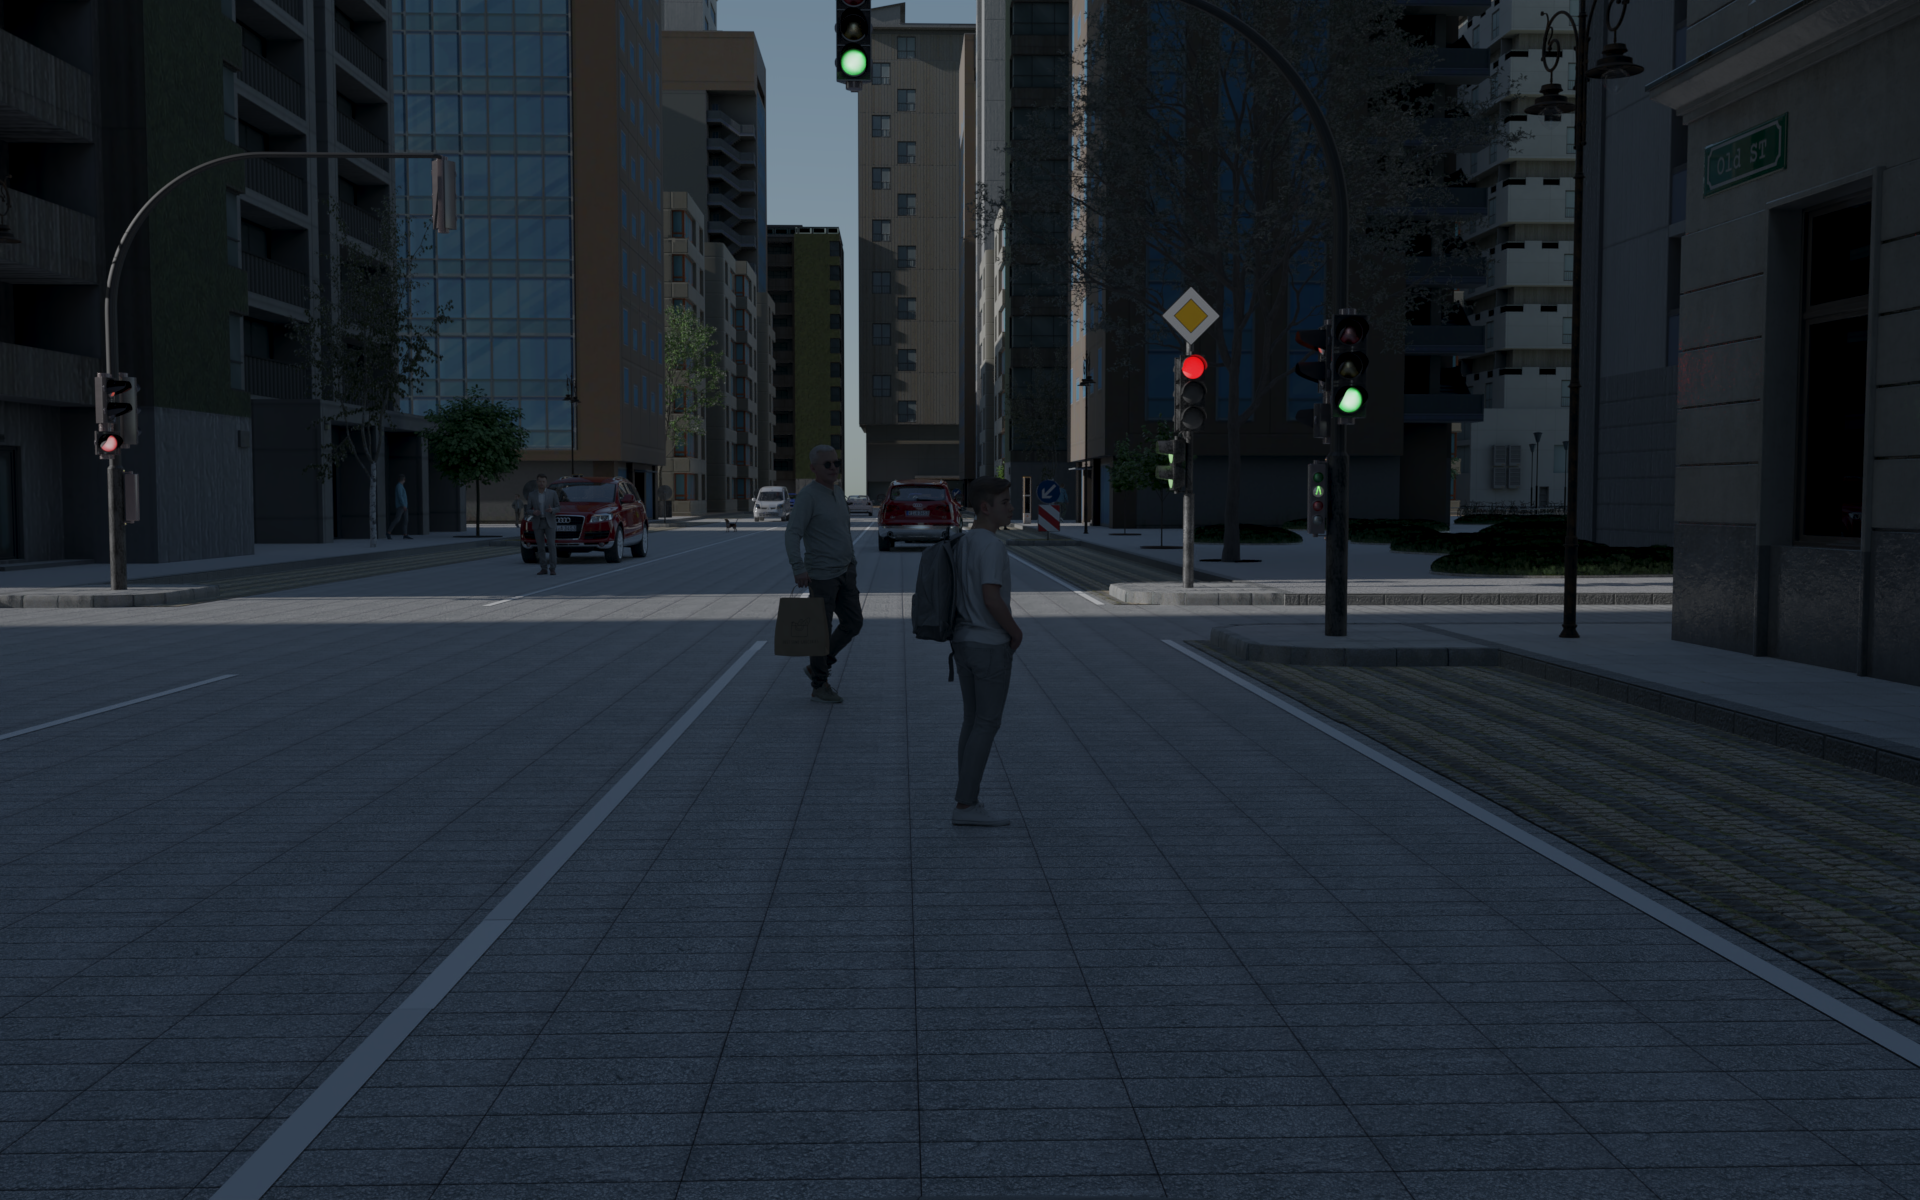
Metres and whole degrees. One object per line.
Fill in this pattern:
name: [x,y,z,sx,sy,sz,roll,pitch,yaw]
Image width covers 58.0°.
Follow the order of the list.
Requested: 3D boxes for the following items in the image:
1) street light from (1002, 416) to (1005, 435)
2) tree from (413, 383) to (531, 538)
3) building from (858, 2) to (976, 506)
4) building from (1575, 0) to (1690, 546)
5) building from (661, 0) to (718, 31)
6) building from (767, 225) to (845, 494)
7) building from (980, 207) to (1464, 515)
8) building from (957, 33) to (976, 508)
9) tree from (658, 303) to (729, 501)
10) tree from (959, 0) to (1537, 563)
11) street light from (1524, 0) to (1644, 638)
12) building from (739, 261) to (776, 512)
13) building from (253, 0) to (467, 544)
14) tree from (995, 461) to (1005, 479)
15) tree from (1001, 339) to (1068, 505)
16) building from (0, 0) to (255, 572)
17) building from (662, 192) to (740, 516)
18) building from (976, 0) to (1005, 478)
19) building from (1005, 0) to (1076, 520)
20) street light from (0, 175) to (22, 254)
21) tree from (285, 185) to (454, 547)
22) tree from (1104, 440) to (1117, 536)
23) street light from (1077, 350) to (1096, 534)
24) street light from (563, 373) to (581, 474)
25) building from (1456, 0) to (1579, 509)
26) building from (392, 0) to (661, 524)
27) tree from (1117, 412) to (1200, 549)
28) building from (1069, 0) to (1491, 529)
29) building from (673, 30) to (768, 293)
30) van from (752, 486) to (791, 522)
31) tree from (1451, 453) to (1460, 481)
street light: [2.572,-7.684,98.414,0.468,5.910,1.993,0,4,-2]
tree: [-14.421,-4.139,51.386,4.285,4.588,4.351,0,3,0]
building: [1.788,-37.092,195.694,27.495,52.752,28.713,0,4,-2]
building: [29.234,-30.003,32.556,28.212,58.520,21.231,0,4,-2]
building: [-40.921,-39.649,190.263,28.212,58.520,21.231,0,4,-2]
building: [-19.661,-25.497,188.583,14.107,30.474,14.160,0,4,-2]
building: [15.816,-16.672,117.630,27.650,21.520,28.899,0,4,-2]
building: [7.062,-31.599,166.749,14.600,45.320,14.200,0,4,-2]
tree: [-16.099,-10.253,93.388,9.928,11.665,9.643,0,3,0]
tree: [5.271,-7.462,32.368,12.009,13.543,11.850,0,3,0]
street light: [5.453,-2.601,15.319,0.468,5.910,1.993,0,4,-2]
building: [-30.087,-18.199,142.599,27.650,21.520,28.899,0,4,-2]
building: [-27.019,-37.573,52.563,20.563,71.187,20.611,0,4,-2]
tree: [2.505,-6.528,101.328,1.663,3.219,1.824,0,3,0]
tree: [4.095,-8.010,81.330,4.360,8.622,3.978,0,3,0]
building: [-21.717,-15.716,28.662,14.160,30.474,14.107,0,4,-2]
building: [-29.877,-16.405,113.266,27.650,21.520,28.899,0,4,-2]
building: [11.832,-36.901,145.332,21.231,58.520,28.212,0,4,-2]
building: [9.271,-19.581,91.846,14.160,30.474,14.107,0,4,-2]
street light: [-13.333,-3.106,23.575,0.468,5.910,1.993,0,4,-2]
tree: [-14.235,-5.589,41.750,4.360,8.622,3.978,0,3,0]
tree: [5.109,-3.617,53.740,1.663,3.219,1.824,0,3,0]
street light: [4.072,-5.079,55.831,0.468,5.910,1.993,0,4,-2]
street light: [-14.785,-5.706,66.074,0.468,5.910,1.993,0,4,-2]
building: [57.344,-35.061,162.481,27.495,52.752,28.713,0,4,-2]
building: [-21.494,-26.227,78.916,14.600,45.320,14.200,0,4,-2]
tree: [4.747,-2.827,40.828,1.663,3.219,1.824,0,3,0]
building: [11.938,-25.642,69.359,14.600,45.320,14.200,0,4,-2]
building: [-26.080,-31.539,165.769,14.200,45.320,14.600,0,4,-2]
van: [-9.913,-5.167,91.497,2.013,2.044,4.112,0,4,-1]
tree: [26.558,-7.017,98.444,4.285,4.588,4.351,0,3,0]
